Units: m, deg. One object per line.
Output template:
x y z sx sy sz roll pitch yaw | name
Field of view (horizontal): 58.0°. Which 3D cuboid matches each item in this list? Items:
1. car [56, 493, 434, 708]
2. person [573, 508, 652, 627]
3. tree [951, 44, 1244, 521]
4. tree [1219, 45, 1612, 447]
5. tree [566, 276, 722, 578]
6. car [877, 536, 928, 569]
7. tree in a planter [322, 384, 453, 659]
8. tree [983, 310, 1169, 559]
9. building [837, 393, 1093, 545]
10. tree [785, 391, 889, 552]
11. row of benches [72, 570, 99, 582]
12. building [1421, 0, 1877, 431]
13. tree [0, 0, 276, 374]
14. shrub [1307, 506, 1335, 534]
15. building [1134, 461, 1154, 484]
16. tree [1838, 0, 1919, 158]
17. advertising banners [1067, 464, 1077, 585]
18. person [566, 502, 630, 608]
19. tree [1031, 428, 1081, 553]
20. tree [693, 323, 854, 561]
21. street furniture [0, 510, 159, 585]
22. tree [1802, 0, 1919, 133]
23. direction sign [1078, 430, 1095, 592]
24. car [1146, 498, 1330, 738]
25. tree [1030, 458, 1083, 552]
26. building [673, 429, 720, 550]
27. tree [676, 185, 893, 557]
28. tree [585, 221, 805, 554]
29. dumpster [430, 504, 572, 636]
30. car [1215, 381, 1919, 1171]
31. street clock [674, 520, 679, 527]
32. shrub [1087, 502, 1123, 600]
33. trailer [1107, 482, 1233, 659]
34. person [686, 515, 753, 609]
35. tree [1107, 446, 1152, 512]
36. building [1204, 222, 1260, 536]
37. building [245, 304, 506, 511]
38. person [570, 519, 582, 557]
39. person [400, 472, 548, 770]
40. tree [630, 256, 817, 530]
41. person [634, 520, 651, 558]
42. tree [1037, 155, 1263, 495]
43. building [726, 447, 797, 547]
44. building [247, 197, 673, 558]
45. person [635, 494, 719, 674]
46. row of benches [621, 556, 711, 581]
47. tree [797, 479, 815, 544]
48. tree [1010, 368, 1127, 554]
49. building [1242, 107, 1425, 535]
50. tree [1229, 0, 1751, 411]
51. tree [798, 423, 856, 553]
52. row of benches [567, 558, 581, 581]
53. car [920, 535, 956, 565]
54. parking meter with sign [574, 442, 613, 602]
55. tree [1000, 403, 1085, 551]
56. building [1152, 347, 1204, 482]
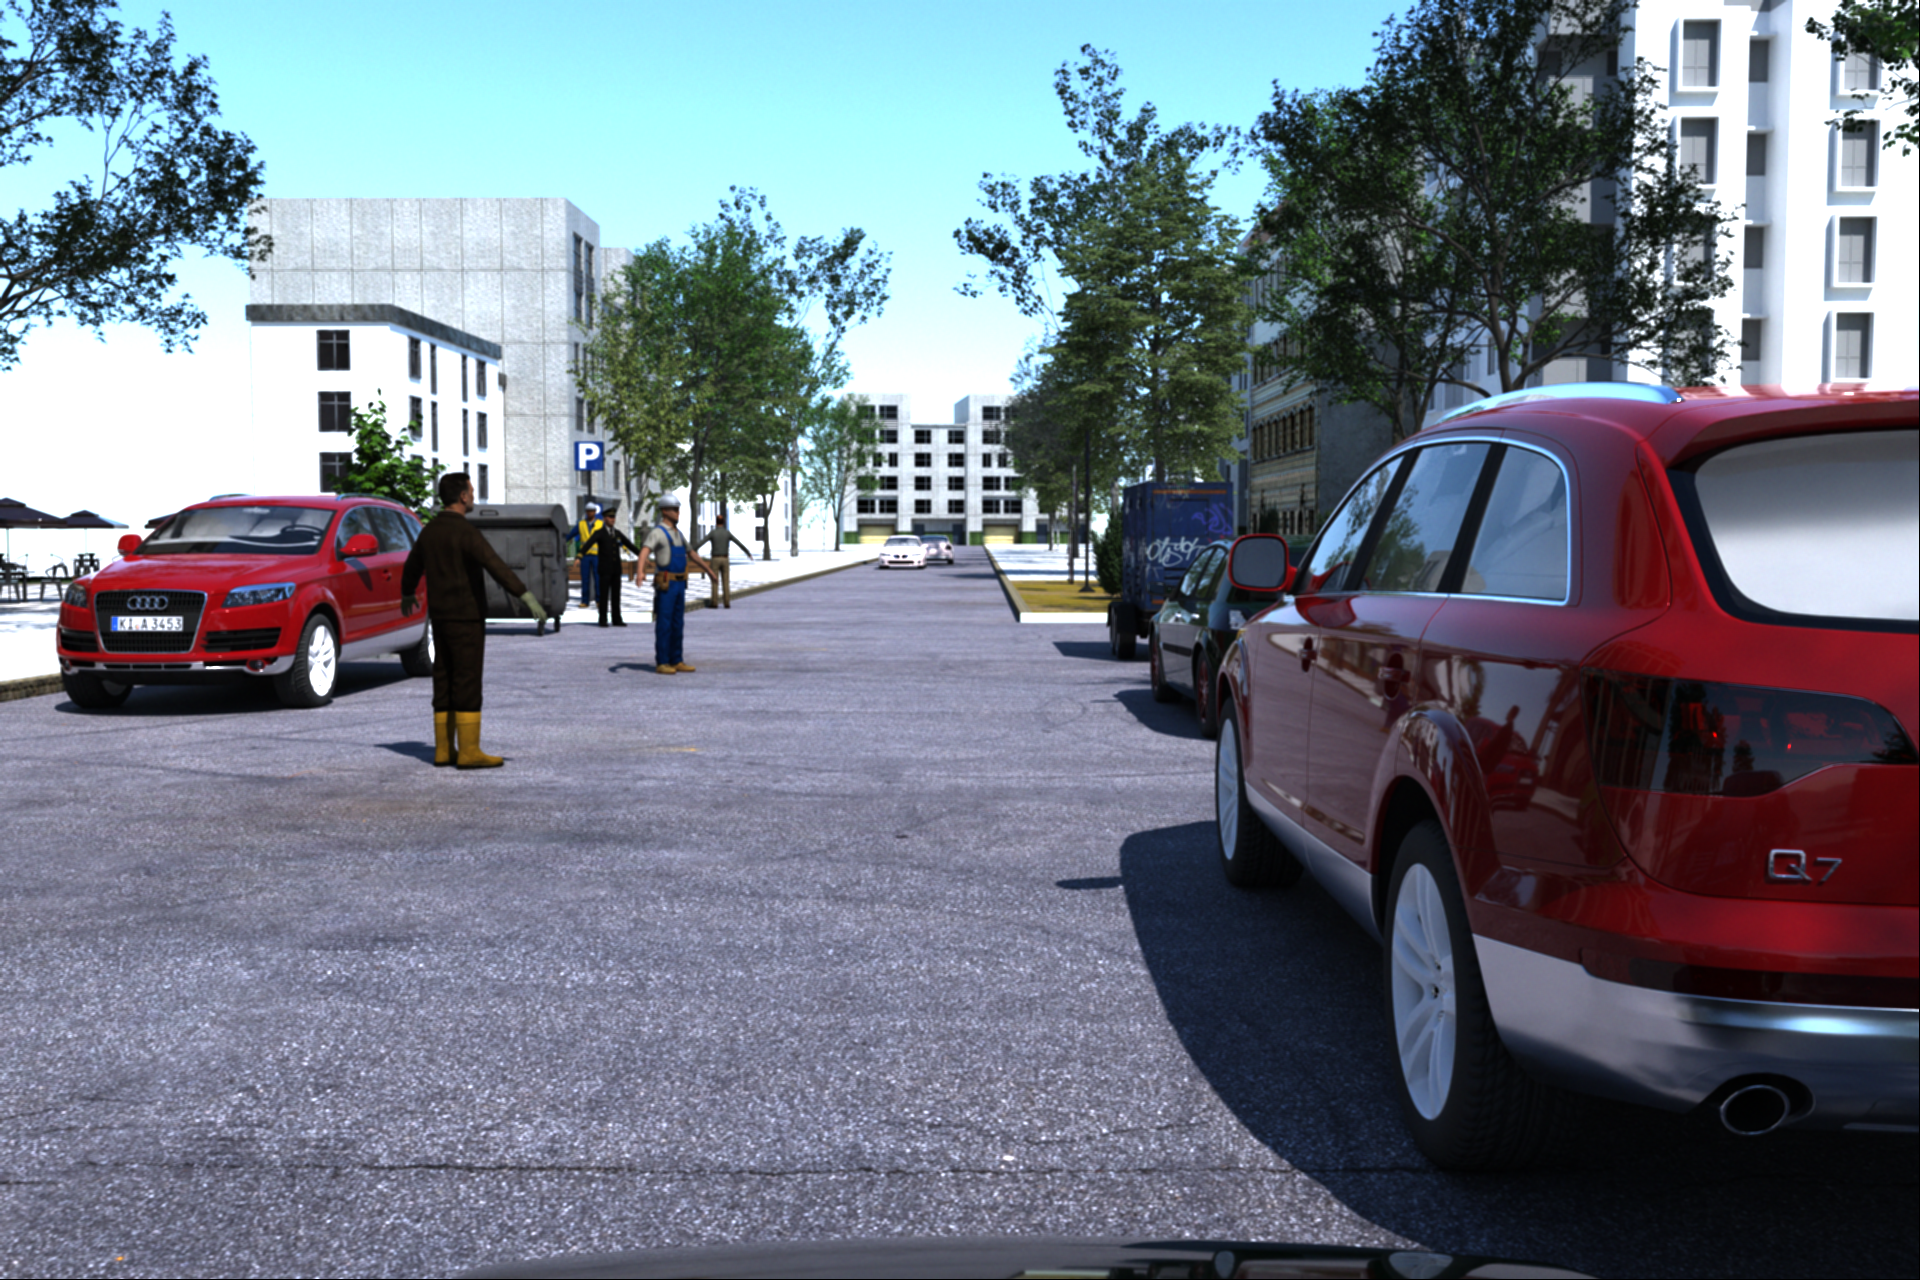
-6.270 -0.445 15.955 2.281 1.827 5.304 0 4 0 | car
-5.400 -1.125 26.781 1.347 1.837 0.705 -3 5 -40 | person
5.153 -13.098 70.034 12.611 20.169 13.585 0 3 0 | tree
9.608 -6.810 37.100 9.928 11.665 9.643 0 3 0 | tree
-9.347 -6.108 50.228 4.737 8.622 4.395 0 3 0 | tree
-2.346 -3.629 71.699 2.083 1.381 4.827 0 4 1 | car
-6.997 -1.444 20.824 1.991 3.239 1.994 0 4 1 | tree in a planter
6.255 -11.059 91.186 12.009 13.543 11.850 0 3 0 | tree
0.158 -21.800 225.339 31.486 18.905 16.747 0 4 -7 | building
-9.008 -12.279 126.518 9.928 11.665 9.643 0 3 0 | tree
-13.723 -0.887 29.962 4.104 0.672 1.422 2 4 27 | row of benches
22.661 -12.716 64.321 16.016 20.090 11.380 0 4 0 | building
-12.824 -5.375 22.301 8.767 10.594 7.601 0 4 -3 | tree
9.976 -2.563 46.328 1.690 2.028 1.600 0 3 0 | shrub
25.257 -15.354 193.189 9.099 9.664 28.070 0 4 1 | building
8.163 -5.160 10.123 9.928 11.665 9.643 0 3 0 | tree
2.865 -2.943 44.305 0.090 3.025 2.074 0 4 0 | advertising banners
-6.430 -1.482 30.197 1.349 1.833 0.705 0 4 -3 | person
6.391 -10.271 118.299 4.737 8.622 4.395 0 3 0 | tree
-9.148 -9.606 82.809 9.928 11.665 9.643 0 3 0 | tree
-29.373 -2.418 44.568 27.439 1.986 14.083 0 4 0 | street furniture
23.929 -11.125 37.786 12.611 20.169 13.585 0 3 0 | tree
2.804 -2.824 38.177 0.379 3.537 0.876 0 4 0 | direction sign
2.526 -0.232 13.578 2.009 1.686 4.222 0 4 -1 | car
7.030 -10.619 123.983 4.737 8.622 4.395 0 3 0 | tree
-25.401 -12.823 151.797 9.099 9.664 28.070 0 4 1 | building
-10.782 -14.724 96.632 12.611 20.169 13.585 0 3 0 | tree
-8.787 -8.058 57.503 9.928 11.665 9.643 0 3 0 | tree
-6.583 -1.010 24.731 1.865 1.857 1.264 0 4 1 | dumpster
2.071 0.198 5.433 2.281 1.827 5.304 0 4 1 | car
-7.399 -2.457 44.743 0.358 2.002 0.471 0 4 1 | street clock
3.378 -1.826 33.904 1.661 2.075 1.752 0 3 0 | shrub
2.504 -0.845 20.870 1.471 1.999 3.904 0 3 0 | trailer
-4.632 -1.507 33.374 1.348 1.796 0.705 -1 4 -20 | person
23.267 -18.841 218.421 12.009 13.543 11.850 0 3 0 | tree
25.295 -14.671 106.325 16.747 18.905 31.486 0 4 1 | building
-24.976 -8.275 77.448 9.099 9.664 28.070 0 4 1 | building
-13.344 -3.352 60.937 1.347 1.817 0.704 3 5 39 | person
-3.060 -0.125 10.643 1.346 1.812 0.704 3 4 37 | person
-9.798 -9.366 71.260 7.486 12.596 7.792 0 3 0 | tree
-12.126 -3.693 66.512 0.705 1.813 1.348 3 5 43 | person
5.845 -8.228 52.655 7.486 12.596 7.792 0 3 0 | tree
-21.462 -14.564 180.270 9.099 9.664 28.070 0 3 0 | building
-28.881 -14.712 107.006 16.747 18.905 31.486 0 4 1 | building
-2.965 -0.584 17.858 0.705 1.847 1.347 2 4 27 | person
-8.440 -1.992 48.024 1.422 0.672 4.104 3 5 45 | row of benches
-20.704 -16.610 221.942 4.737 8.622 4.395 0 3 0 | tree
6.571 -11.706 109.528 7.486 12.596 7.792 0 3 0 | tree
24.299 -15.300 81.076 19.493 23.208 18.063 0 4 0 | building
8.332 -5.627 26.416 7.601 10.594 8.767 3 4 38 | tree
-9.137 -10.099 115.473 4.360 8.622 3.978 0 3 0 | tree
-9.448 -1.667 42.716 1.422 0.672 4.104 -1 4 -13 | row of benches
-1.239 -4.279 82.329 2.083 1.381 4.827 0 4 -1 | car
-6.972 -2.279 33.522 0.543 3.016 1.738 0 4 1 | parking meter with sign
6.907 -12.591 131.625 9.928 11.665 9.643 0 3 0 | tree
24.138 -19.202 170.374 16.016 20.090 11.380 0 4 1 | building
